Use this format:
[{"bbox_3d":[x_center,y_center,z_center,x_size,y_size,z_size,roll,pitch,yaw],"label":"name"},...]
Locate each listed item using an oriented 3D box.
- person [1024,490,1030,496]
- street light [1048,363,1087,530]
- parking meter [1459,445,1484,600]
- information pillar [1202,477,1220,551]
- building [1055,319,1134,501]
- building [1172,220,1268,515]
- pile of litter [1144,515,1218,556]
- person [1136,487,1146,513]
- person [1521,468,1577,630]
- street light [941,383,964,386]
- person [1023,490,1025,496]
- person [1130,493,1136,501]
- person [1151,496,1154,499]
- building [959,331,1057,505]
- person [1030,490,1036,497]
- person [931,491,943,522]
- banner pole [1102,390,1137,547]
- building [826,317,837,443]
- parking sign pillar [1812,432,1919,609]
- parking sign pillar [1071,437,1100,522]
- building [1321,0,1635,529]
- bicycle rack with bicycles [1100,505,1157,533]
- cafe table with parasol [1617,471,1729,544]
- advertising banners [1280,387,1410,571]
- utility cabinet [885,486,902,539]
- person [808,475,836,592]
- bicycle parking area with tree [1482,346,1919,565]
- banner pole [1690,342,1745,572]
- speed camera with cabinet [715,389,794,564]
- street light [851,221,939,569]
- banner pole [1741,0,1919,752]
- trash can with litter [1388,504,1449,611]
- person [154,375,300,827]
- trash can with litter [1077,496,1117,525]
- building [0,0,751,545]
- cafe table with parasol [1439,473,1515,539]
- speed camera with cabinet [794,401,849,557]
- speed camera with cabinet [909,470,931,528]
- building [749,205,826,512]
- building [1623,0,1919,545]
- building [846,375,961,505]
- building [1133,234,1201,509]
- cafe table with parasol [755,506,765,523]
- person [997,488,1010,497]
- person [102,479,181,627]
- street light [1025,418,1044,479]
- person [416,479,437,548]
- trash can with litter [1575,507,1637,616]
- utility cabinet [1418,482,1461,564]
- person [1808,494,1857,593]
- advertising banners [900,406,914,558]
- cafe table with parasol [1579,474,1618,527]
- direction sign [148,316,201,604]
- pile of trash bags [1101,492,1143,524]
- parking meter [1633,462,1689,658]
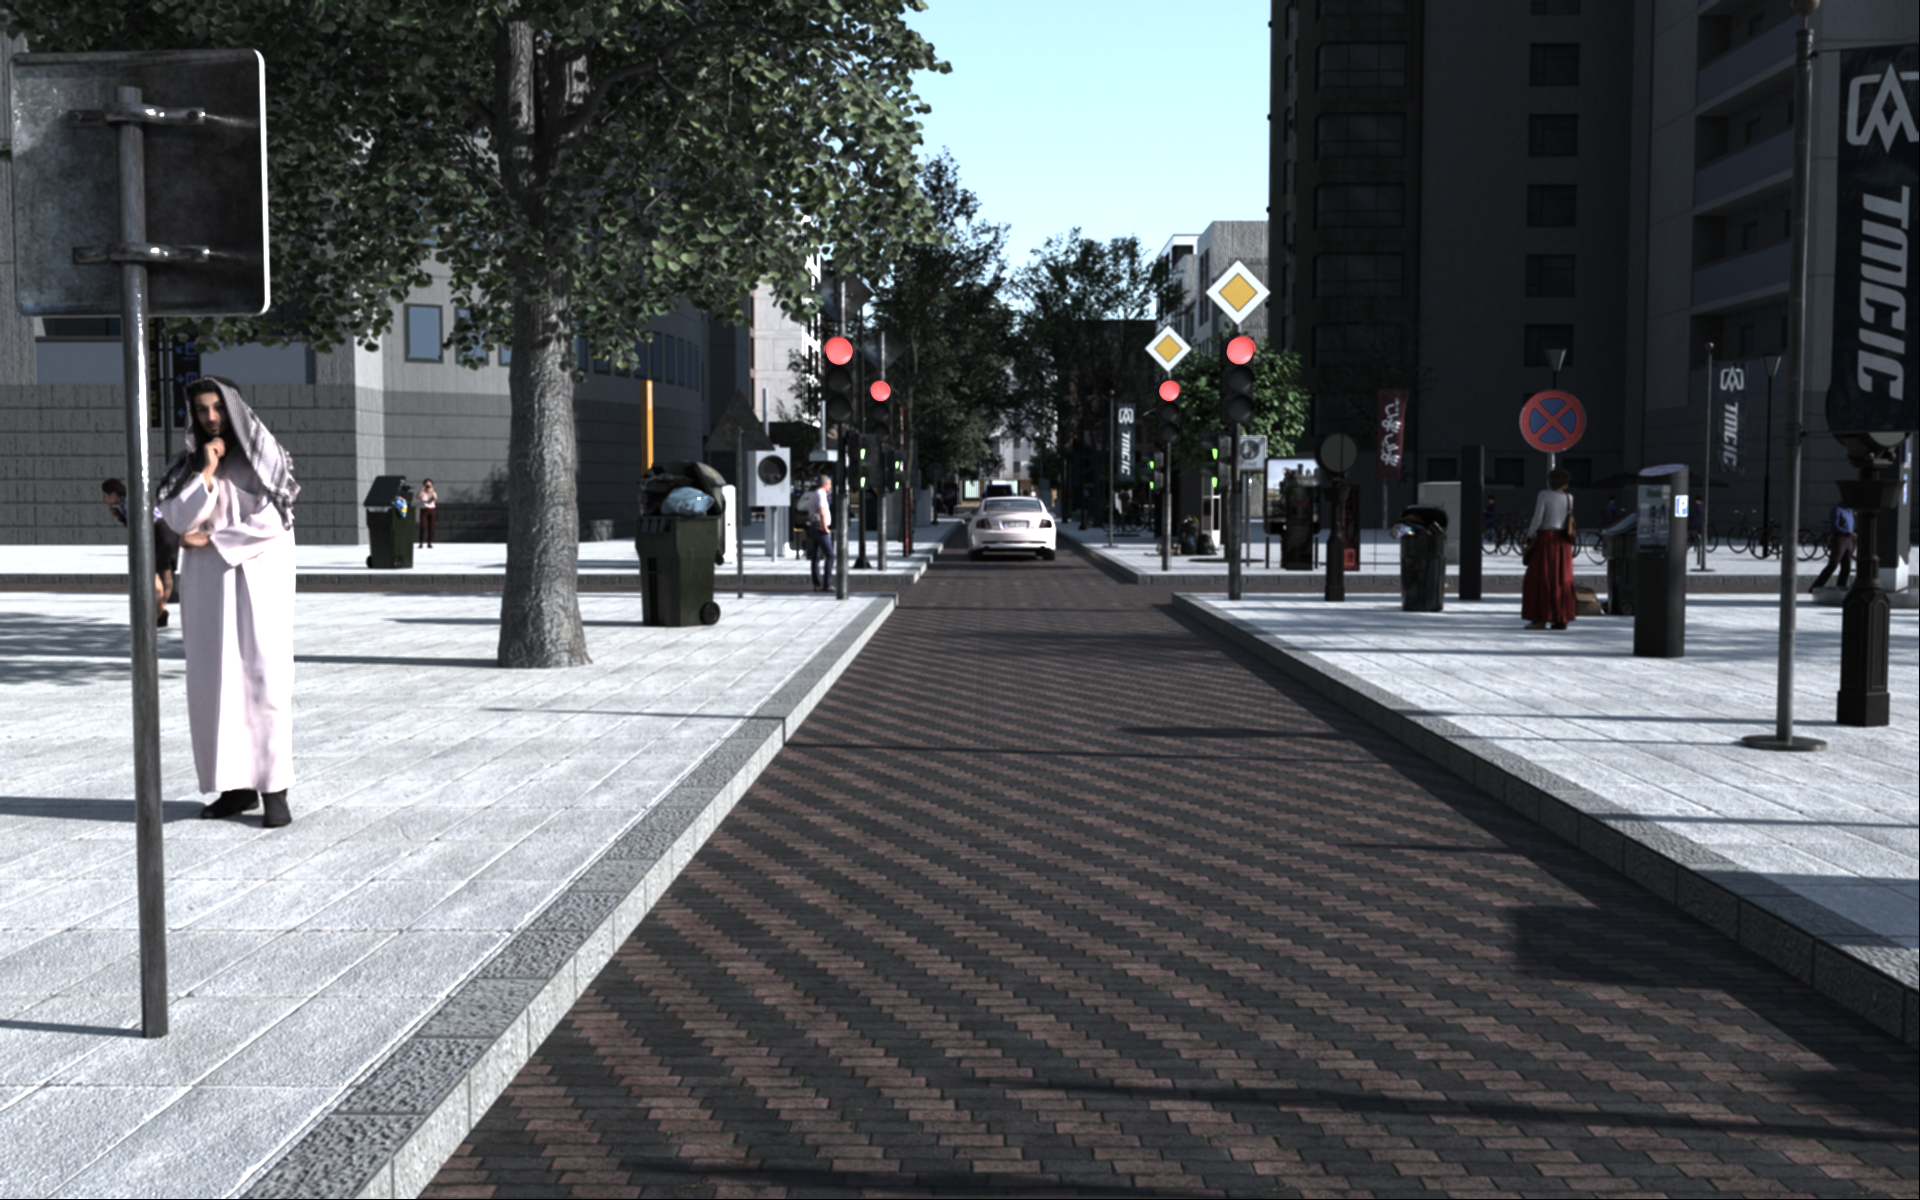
[{"bbox_3d":[5.994,-9.034,155.219,0.593,1.643,0.415,-1,4,-14],"label":"person"},{"bbox_3d":[3.818,-5.436,61.424,1.470,5.913,1.316,0,4,1],"label":"street light"},{"bbox_3d":[6.213,-0.937,21.039,0.255,1.863,0.399,1,4,18],"label":"parking meter"},{"bbox_3d":[5.696,-2.127,39.277,0.304,2.012,0.304,-3,5,-43],"label":"information pillar"},{"bbox_3d":[27.760,-22.575,213.069,32.646,21.610,27.936,0,4,1],"label":"building"},{"bbox_3d":[24.791,-15.535,120.454,16.747,18.905,31.486,0,4,1],"label":"building"},{"bbox_3d":[4.648,-1.372,36.403,1.719,0.858,1.176,-1,4,-9],"label":"pile of litter"},{"bbox_3d":[12.109,-6.671,115.842,0.721,1.743,1.217,-2,4,-28],"label":"person"},{"bbox_3d":[5.595,-0.483,16.401,0.523,1.526,0.387,-1,4,-9],"label":"person"},{"bbox_3d":[-0.513,-6.082,71.978,1.470,5.913,1.316,0,4,1],"label":"street light"},{"bbox_3d":[6.171,-9.794,167.113,0.436,1.711,0.756,2,4,24],"label":"person"},{"bbox_3d":[14.720,-8.747,149.777,1.217,1.743,0.721,2,4,32],"label":"person"},{"bbox_3d":[14.382,-7.312,125.549,0.705,1.831,1.348,-2,4,-34],"label":"person"},{"bbox_3d":[5.642,-21.419,206.614,11.380,20.091,16.016,0,4,1],"label":"building"},{"bbox_3d":[7.564,-10.632,180.813,0.756,1.711,0.436,-2,4,-32],"label":"person"},{"bbox_3d":[-1.014,-4.305,79.612,0.628,1.438,0.799,-1,4,-12],"label":"person"},{"bbox_3d":[3.869,-3.174,41.906,0.863,3.779,0.401,-1,4,-17],"label":"banner pole"},{"bbox_3d":[-28.041,-19.065,155.681,32.646,21.610,27.936,0,4,1],"label":"building"},{"bbox_3d":[10.646,-1.921,19.886,1.447,3.967,1.447,2,4,34],"label":"parking sign pillar"},{"bbox_3d":[5.924,-5.679,81.325,1.447,3.967,1.447,1,4,11],"label":"parking sign pillar"},{"bbox_3d":[20.190,-18.218,69.564,14.160,30.474,14.107,0,4,1],"label":"building"},{"bbox_3d":[6.147,-2.732,58.056,2.925,0.926,2.852,1,4,13],"label":"bicycle rack with bicycles"},{"bbox_3d":[18.684,-2.472,45.290,2.610,1.966,2.610,1,4,22],"label":"cafe table with parasol"},{"bbox_3d":[6.389,-1.994,28.787,2.074,3.025,0.090,1,4,17],"label":"advertising banners"},{"bbox_3d":[-1.841,-2.465,48.985,0.318,1.500,1.173,1,4,15],"label":"utility cabinet"},{"bbox_3d":[-2.009,-0.988,25.588,0.436,1.711,0.756,-1,4,-11],"label":"person"},{"bbox_3d":[14.079,-2.904,34.478,8.231,4.147,9.016,0,4,-5],"label":"bicycle parking area with tree"},{"bbox_3d":[12.574,-2.362,28.634,0.863,3.779,0.401,0,4,4],"label":"banner pole"},{"bbox_3d":[-4.206,-2.313,32.146,2.038,3.252,0.660,-2,4,-23],"label":"speed camera with cabinet"},{"bbox_3d":[-1.136,-3.484,29.509,1.470,5.913,1.316,0,4,1],"label":"street light"},{"bbox_3d":[4.410,-1.138,8.621,0.863,3.779,0.401,1,4,20],"label":"banner pole"},{"bbox_3d":[5.097,-0.477,19.194,0.624,1.170,1.055,1,4,18],"label":"trash can with litter"},{"bbox_3d":[-2.880,-0.007,6.826,0.551,1.740,0.621,-1,4,-18],"label":"person"},{"bbox_3d":[5.819,-3.685,71.301,2.233,1.210,1.678,2,4,27],"label":"trash can with litter"},{"bbox_3d":[-19.279,-31.405,55.468,21.231,58.520,28.212,0,4,1],"label":"building"},{"bbox_3d":[14.643,-2.744,49.733,2.610,1.966,2.610,-3,4,-37],"label":"cafe table with parasol"},{"bbox_3d":[-3.178,-2.555,36.104,0.660,3.252,2.038,3,4,37],"label":"speed camera with cabinet"},{"bbox_3d":[-1.670,-4.449,67.082,0.660,3.252,2.038,1,4,15],"label":"speed camera with cabinet"},{"bbox_3d":[-25.076,-16.938,120.919,27.936,21.610,32.646,0,4,1],"label":"building"},{"bbox_3d":[36.315,-30.945,47.945,28.212,58.520,21.231,0,4,1],"label":"building"},{"bbox_3d":[-15.772,-20.888,207.971,31.486,18.905,16.747,0,4,1],"label":"building"},{"bbox_3d":[30.907,-18.857,152.285,27.936,21.610,32.646,0,4,1],"label":"building"},{"bbox_3d":[-8.263,-4.435,77.380,2.610,1.966,2.610,-2,4,-25],"label":"cafe table with parasol"},{"bbox_3d":[2.402,-5.396,97.250,0.750,1.759,0.617,-1,4,-19],"label":"person"},{"bbox_3d":[-7.852,-0.452,16.659,0.697,1.427,0.421,-1,4,-20],"label":"person"},{"bbox_3d":[4.467,-8.040,104.000,1.470,5.913,1.316,0,4,1],"label":"street light"},{"bbox_3d":[-12.638,-2.056,41.116,0.517,1.644,0.566,1,4,17],"label":"person"},{"bbox_3d":[6.889,-0.422,18.281,1.055,1.170,0.624,-1,4,-8],"label":"trash can with litter"},{"bbox_3d":[8.854,-1.406,31.662,0.318,1.500,1.173,-2,4,-24],"label":"utility cabinet"},{"bbox_3d":[11.892,-0.744,23.354,0.574,1.496,0.600,-1,4,-13],"label":"person"},{"bbox_3d":[-1.099,-2.397,35.386,0.090,3.025,2.074,0,4,6],"label":"advertising banners"},{"bbox_3d":[20.168,-2.912,52.474,2.610,1.966,2.610,2,4,31],"label":"cafe table with parasol"},{"bbox_3d":[-9.298,-1.734,20.345,0.876,3.537,0.379,1,4,10],"label":"direction sign"},{"bbox_3d":[7.022,-3.980,74.830,1.912,1.369,3.447,1,4,9],"label":"pile of trash bags"},{"bbox_3d":[5.539,-0.323,13.684,0.372,1.533,0.369,0,3,0],"label":"parking meter"}]
